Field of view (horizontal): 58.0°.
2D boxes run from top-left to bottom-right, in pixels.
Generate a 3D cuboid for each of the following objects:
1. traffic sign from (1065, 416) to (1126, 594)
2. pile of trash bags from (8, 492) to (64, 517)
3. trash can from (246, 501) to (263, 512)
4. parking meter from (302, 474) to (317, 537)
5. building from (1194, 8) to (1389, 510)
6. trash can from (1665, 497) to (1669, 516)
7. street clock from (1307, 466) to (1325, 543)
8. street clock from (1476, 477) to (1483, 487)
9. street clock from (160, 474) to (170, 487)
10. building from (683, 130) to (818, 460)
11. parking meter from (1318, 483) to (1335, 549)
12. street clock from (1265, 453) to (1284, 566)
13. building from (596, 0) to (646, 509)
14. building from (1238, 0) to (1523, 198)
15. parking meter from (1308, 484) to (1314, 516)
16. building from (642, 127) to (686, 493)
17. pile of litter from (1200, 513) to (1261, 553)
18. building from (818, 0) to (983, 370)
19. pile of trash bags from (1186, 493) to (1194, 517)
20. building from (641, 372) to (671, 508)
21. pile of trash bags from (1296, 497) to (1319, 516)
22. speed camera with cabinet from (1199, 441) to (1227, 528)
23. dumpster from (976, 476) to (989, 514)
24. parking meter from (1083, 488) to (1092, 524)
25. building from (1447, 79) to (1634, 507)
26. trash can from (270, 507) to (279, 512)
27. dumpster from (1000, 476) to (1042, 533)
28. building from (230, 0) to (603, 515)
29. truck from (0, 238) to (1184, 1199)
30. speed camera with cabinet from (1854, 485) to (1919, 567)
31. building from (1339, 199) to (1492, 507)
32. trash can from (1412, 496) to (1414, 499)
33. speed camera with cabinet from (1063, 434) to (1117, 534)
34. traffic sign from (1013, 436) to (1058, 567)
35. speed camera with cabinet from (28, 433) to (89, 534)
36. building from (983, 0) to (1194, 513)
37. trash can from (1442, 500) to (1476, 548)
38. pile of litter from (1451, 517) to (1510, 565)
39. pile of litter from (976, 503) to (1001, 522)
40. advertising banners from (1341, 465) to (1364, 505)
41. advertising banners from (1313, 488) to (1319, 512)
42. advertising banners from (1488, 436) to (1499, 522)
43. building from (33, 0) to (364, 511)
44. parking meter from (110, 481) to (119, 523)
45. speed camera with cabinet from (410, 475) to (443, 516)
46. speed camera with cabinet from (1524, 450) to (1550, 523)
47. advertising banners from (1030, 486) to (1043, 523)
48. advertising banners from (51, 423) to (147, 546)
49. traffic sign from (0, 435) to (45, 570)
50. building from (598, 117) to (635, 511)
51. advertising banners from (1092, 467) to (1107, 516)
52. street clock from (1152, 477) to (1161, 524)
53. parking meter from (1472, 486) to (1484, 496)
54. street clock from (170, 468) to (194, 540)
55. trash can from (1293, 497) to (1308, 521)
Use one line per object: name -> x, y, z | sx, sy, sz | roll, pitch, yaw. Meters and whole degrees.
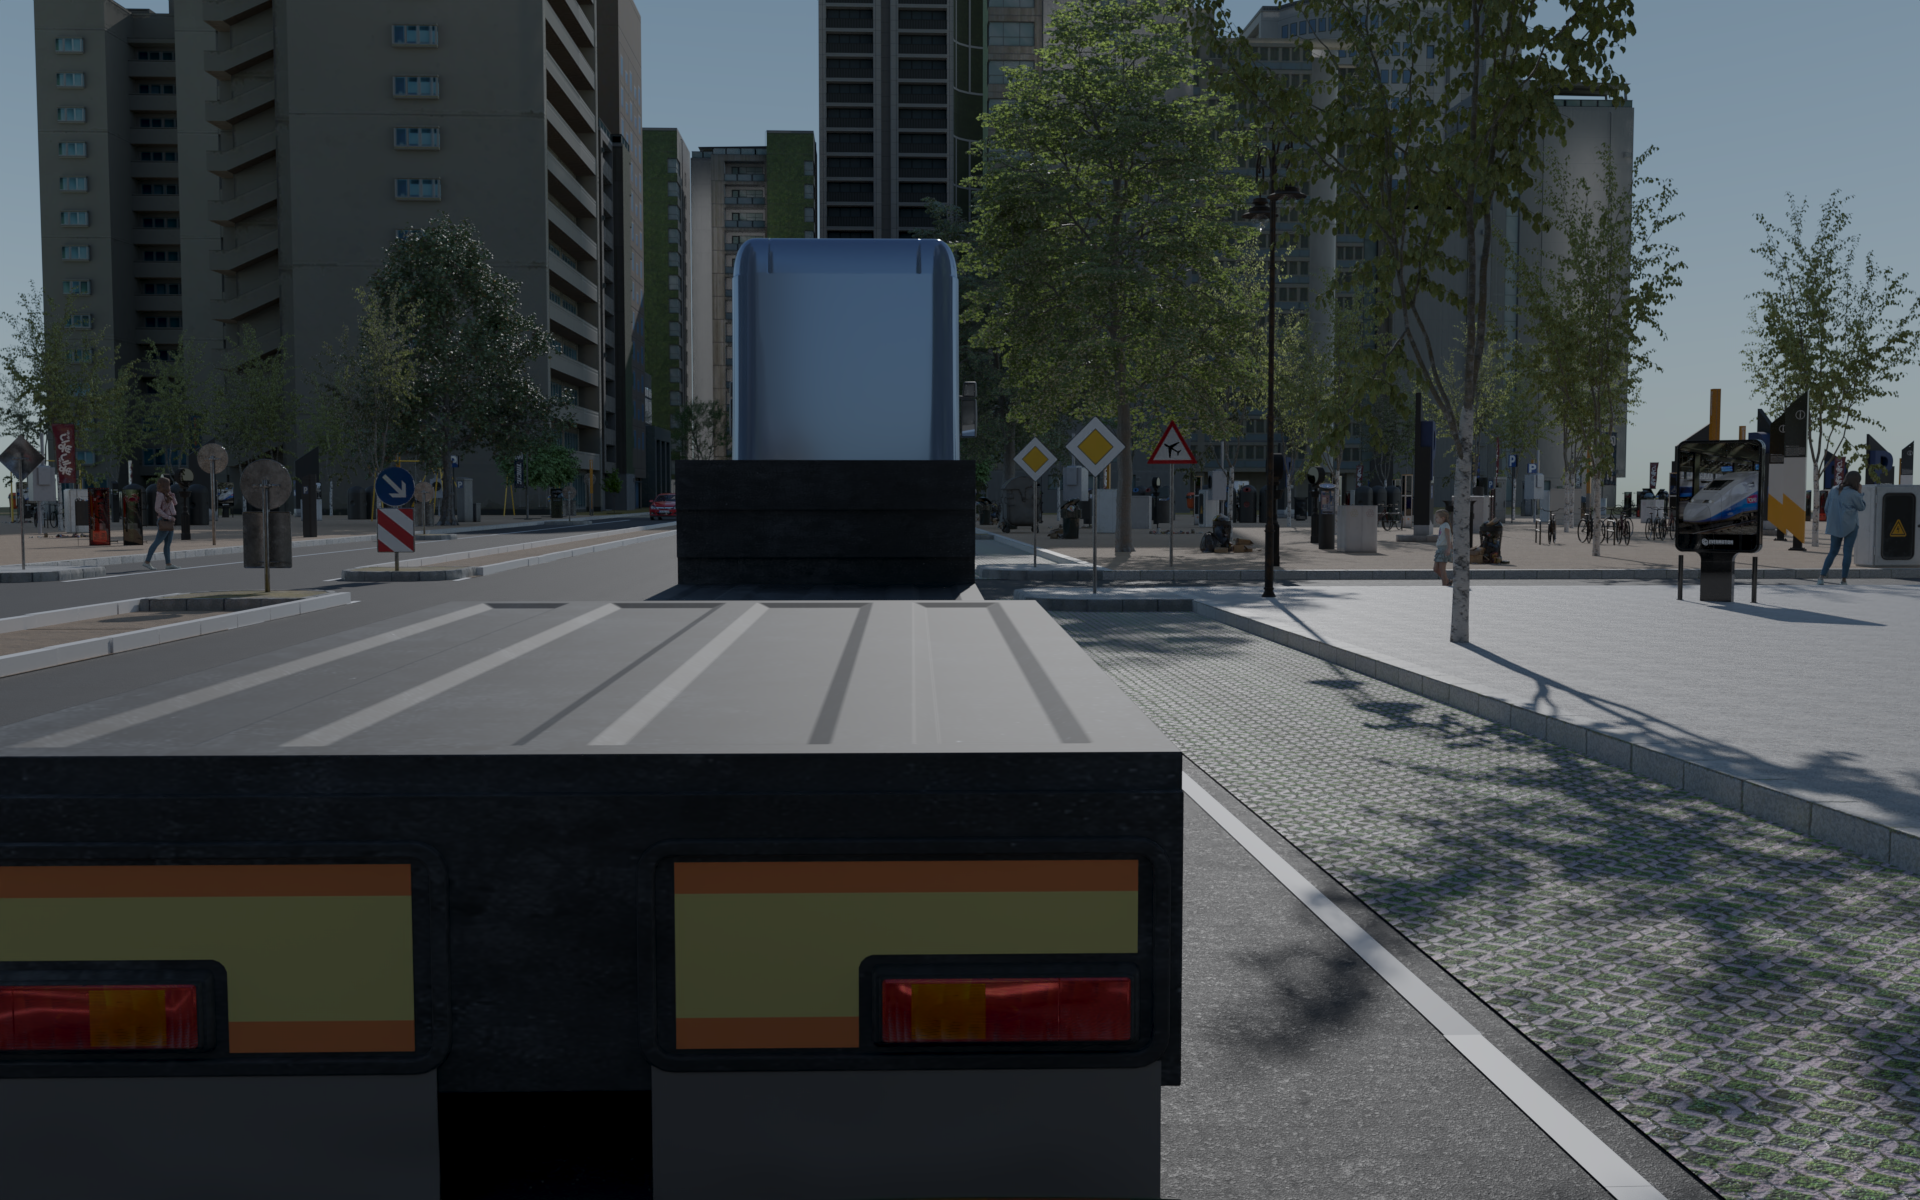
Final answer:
traffic sign -> 1.735, -1.141, 22.291 | 0.795, 2.450, 0.064 | 0, 4, -3
pile of trash bags -> -51.290, -5.257, 95.700 | 3.447, 1.369, 1.912 | 1, 4, 22
trash can -> -32.045, -4.092, 78.552 | 0.748, 1.137, 0.748 | 0, 3, 0
parking meter -> -19.312, -2.795, 51.402 | 0.399, 1.863, 0.255 | 2, 4, 32
building -> 16.011, -27.579, 142.791 | 32.217, 40.220, 23.993 | 0, 4, -3
trash can -> 41.397, -5.454, 100.820 | 0.748, 1.137, 0.748 | 0, 3, 0
street clock -> 9.267, -2.479, 45.099 | 0.358, 2.002, 0.471 | -2, 4, -27
street clock -> 22.554, -4.335, 75.446 | 0.358, 2.002, 0.471 | -1, 4, -18
street clock -> -28.410, -3.511, 61.971 | 0.358, 2.002, 0.471 | -3, 5, -41
building -> -23.246, -31.442, 197.669 | 14.086, 41.232, 14.154 | 0, 4, -3
parking meter -> 8.540, -1.951, 40.302 | 0.372, 1.533, 0.369 | 0, 3, 0
street clock -> 5.576, -1.601, 30.748 | 0.358, 2.002, 0.471 | 0, 4, -2
building -> -34.636, -30.357, 146.455 | 14.600, 45.320, 14.200 | 0, 4, -3
building -> 47.944, -40.464, 203.584 | 28.212, 58.520, 21.231 | 0, 4, -3
parking meter -> 20.203, -5.739, 99.539 | 0.399, 1.863, 0.255 | -3, 5, -43
building -> -37.978, -31.351, 196.188 | 14.086, 41.232, 14.154 | 0, 4, -3
pile of litter -> 6.017, -1.491, 38.343 | 1.719, 0.858, 1.176 | -2, 4, -28
building -> -5.741, -46.617, 200.433 | 20.611, 71.187, 20.563 | 0, 4, -3
pile of trash bags -> 14.564, -5.489, 99.497 | 3.447, 1.369, 1.912 | -1, 4, -19
building -> -44.389, -51.976, 162.472 | 31.000, 86.520, 22.319 | 0, 4, -3
pile of trash bags -> 19.742, -5.634, 101.868 | 3.447, 1.369, 1.912 | -2, 4, -33
speed camera with cabinet -> 9.593, -4.373, 65.833 | 0.660, 3.252, 2.038 | 0, 4, -6
dumpster -> 0.621, -4.962, 83.620 | 1.502, 2.255, 1.985 | 0, 4, -3
parking meter -> 5.464, -4.014, 74.037 | 0.372, 1.533, 0.369 | 0, 3, 0
building -> 57.853, -30.035, 174.660 | 14.086, 41.232, 14.154 | 0, 4, -3
trash can -> -31.697, -4.171, 79.844 | 0.748, 1.137, 0.748 | 0, 3, 0
dumpster -> 2.025, -3.143, 57.147 | 1.264, 1.857, 1.865 | 0, 4, -3
building -> -36.104, -29.965, 113.636 | 21.300, 48.544, 21.600 | 0, 4, -3
truck -> -1.046, -1.392, 12.513 | 2.967, 4.110, 18.799 | 0, 4, -2
speed camera with cabinet -> 16.961, -2.220, 30.634 | 2.038, 3.252, 0.660 | 0, 4, -8
building -> 43.803, -24.560, 173.251 | 14.107, 30.474, 14.160 | 0, 4, -3
trash can -> 27.529, -5.695, 104.763 | 0.748, 1.137, 0.748 | 0, 3, 0
speed camera with cabinet -> 4.397, -3.800, 56.464 | 2.038, 3.252, 0.660 | 2, 4, 29
traffic sign -> 1.311, -1.628, 30.264 | 0.795, 2.450, 0.064 | 0, 4, -3
speed camera with cabinet -> -29.298, -3.812, 56.667 | 2.038, 3.252, 0.660 | -3, 5, -43
building -> 8.518, -26.895, 123.333 | 14.154, 41.232, 14.086 | 0, 4, -3
trash can -> 11.128, -1.649, 38.616 | 0.748, 1.137, 0.748 | 0, 3, 0
pile of litter -> 9.645, -1.119, 32.253 | 1.176, 0.858, 1.719 | 1, 4, 20
pile of litter -> 1.289, -4.075, 80.592 | 1.719, 0.858, 1.176 | -3, 5, -45
advertising banners -> 23.704, -6.694, 105.636 | 0.090, 3.025, 2.074 | -3, 5, -44
advertising banners -> 21.868, -6.659, 105.062 | 0.090, 3.025, 2.074 | 2, 4, 25
advertising banners -> 16.510, -3.510, 53.573 | 0.090, 3.025, 2.074 | 1, 4, 11
building -> -71.042, -33.013, 163.461 | 21.600, 48.544, 21.300 | 0, 4, -3
parking meter -> -38.156, -4.433, 78.197 | 0.255, 1.863, 0.399 | -3, 5, -40
speed camera with cabinet -> -30.954, -6.462, 99.993 | 2.038, 3.252, 0.660 | -1, 4, -20
speed camera with cabinet -> 26.404, -5.134, 78.271 | 2.038, 3.252, 0.660 | -2, 4, -32
advertising banners -> 3.333, -4.908, 76.434 | 0.090, 3.025, 2.074 | -1, 4, -14
advertising banners -> -21.392, -2.867, 43.058 | 2.074, 3.025, 0.090 | -1, 4, -19
traffic sign -> -15.910, -1.574, 29.372 | 0.795, 2.450, 0.064 | 0, 4, -3
building -> -33.063, -22.079, 132.695 | 14.160, 30.474, 14.107 | 0, 4, -3
advertising banners -> 8.151, -6.469, 101.952 | 0.090, 3.025, 2.074 | 3, 5, 41
street clock -> 8.346, -4.226, 73.671 | 0.358, 2.002, 0.471 | 2, 4, 27
parking meter -> 17.336, -3.031, 57.975 | 0.372, 1.533, 0.369 | 0, 3, 0
street clock -> -21.569, -2.669, 48.201 | 0.358, 2.002, 0.471 | 3, 4, 36
trash can -> 16.322, -4.361, 82.960 | 0.748, 1.137, 0.748 | 0, 3, 0
